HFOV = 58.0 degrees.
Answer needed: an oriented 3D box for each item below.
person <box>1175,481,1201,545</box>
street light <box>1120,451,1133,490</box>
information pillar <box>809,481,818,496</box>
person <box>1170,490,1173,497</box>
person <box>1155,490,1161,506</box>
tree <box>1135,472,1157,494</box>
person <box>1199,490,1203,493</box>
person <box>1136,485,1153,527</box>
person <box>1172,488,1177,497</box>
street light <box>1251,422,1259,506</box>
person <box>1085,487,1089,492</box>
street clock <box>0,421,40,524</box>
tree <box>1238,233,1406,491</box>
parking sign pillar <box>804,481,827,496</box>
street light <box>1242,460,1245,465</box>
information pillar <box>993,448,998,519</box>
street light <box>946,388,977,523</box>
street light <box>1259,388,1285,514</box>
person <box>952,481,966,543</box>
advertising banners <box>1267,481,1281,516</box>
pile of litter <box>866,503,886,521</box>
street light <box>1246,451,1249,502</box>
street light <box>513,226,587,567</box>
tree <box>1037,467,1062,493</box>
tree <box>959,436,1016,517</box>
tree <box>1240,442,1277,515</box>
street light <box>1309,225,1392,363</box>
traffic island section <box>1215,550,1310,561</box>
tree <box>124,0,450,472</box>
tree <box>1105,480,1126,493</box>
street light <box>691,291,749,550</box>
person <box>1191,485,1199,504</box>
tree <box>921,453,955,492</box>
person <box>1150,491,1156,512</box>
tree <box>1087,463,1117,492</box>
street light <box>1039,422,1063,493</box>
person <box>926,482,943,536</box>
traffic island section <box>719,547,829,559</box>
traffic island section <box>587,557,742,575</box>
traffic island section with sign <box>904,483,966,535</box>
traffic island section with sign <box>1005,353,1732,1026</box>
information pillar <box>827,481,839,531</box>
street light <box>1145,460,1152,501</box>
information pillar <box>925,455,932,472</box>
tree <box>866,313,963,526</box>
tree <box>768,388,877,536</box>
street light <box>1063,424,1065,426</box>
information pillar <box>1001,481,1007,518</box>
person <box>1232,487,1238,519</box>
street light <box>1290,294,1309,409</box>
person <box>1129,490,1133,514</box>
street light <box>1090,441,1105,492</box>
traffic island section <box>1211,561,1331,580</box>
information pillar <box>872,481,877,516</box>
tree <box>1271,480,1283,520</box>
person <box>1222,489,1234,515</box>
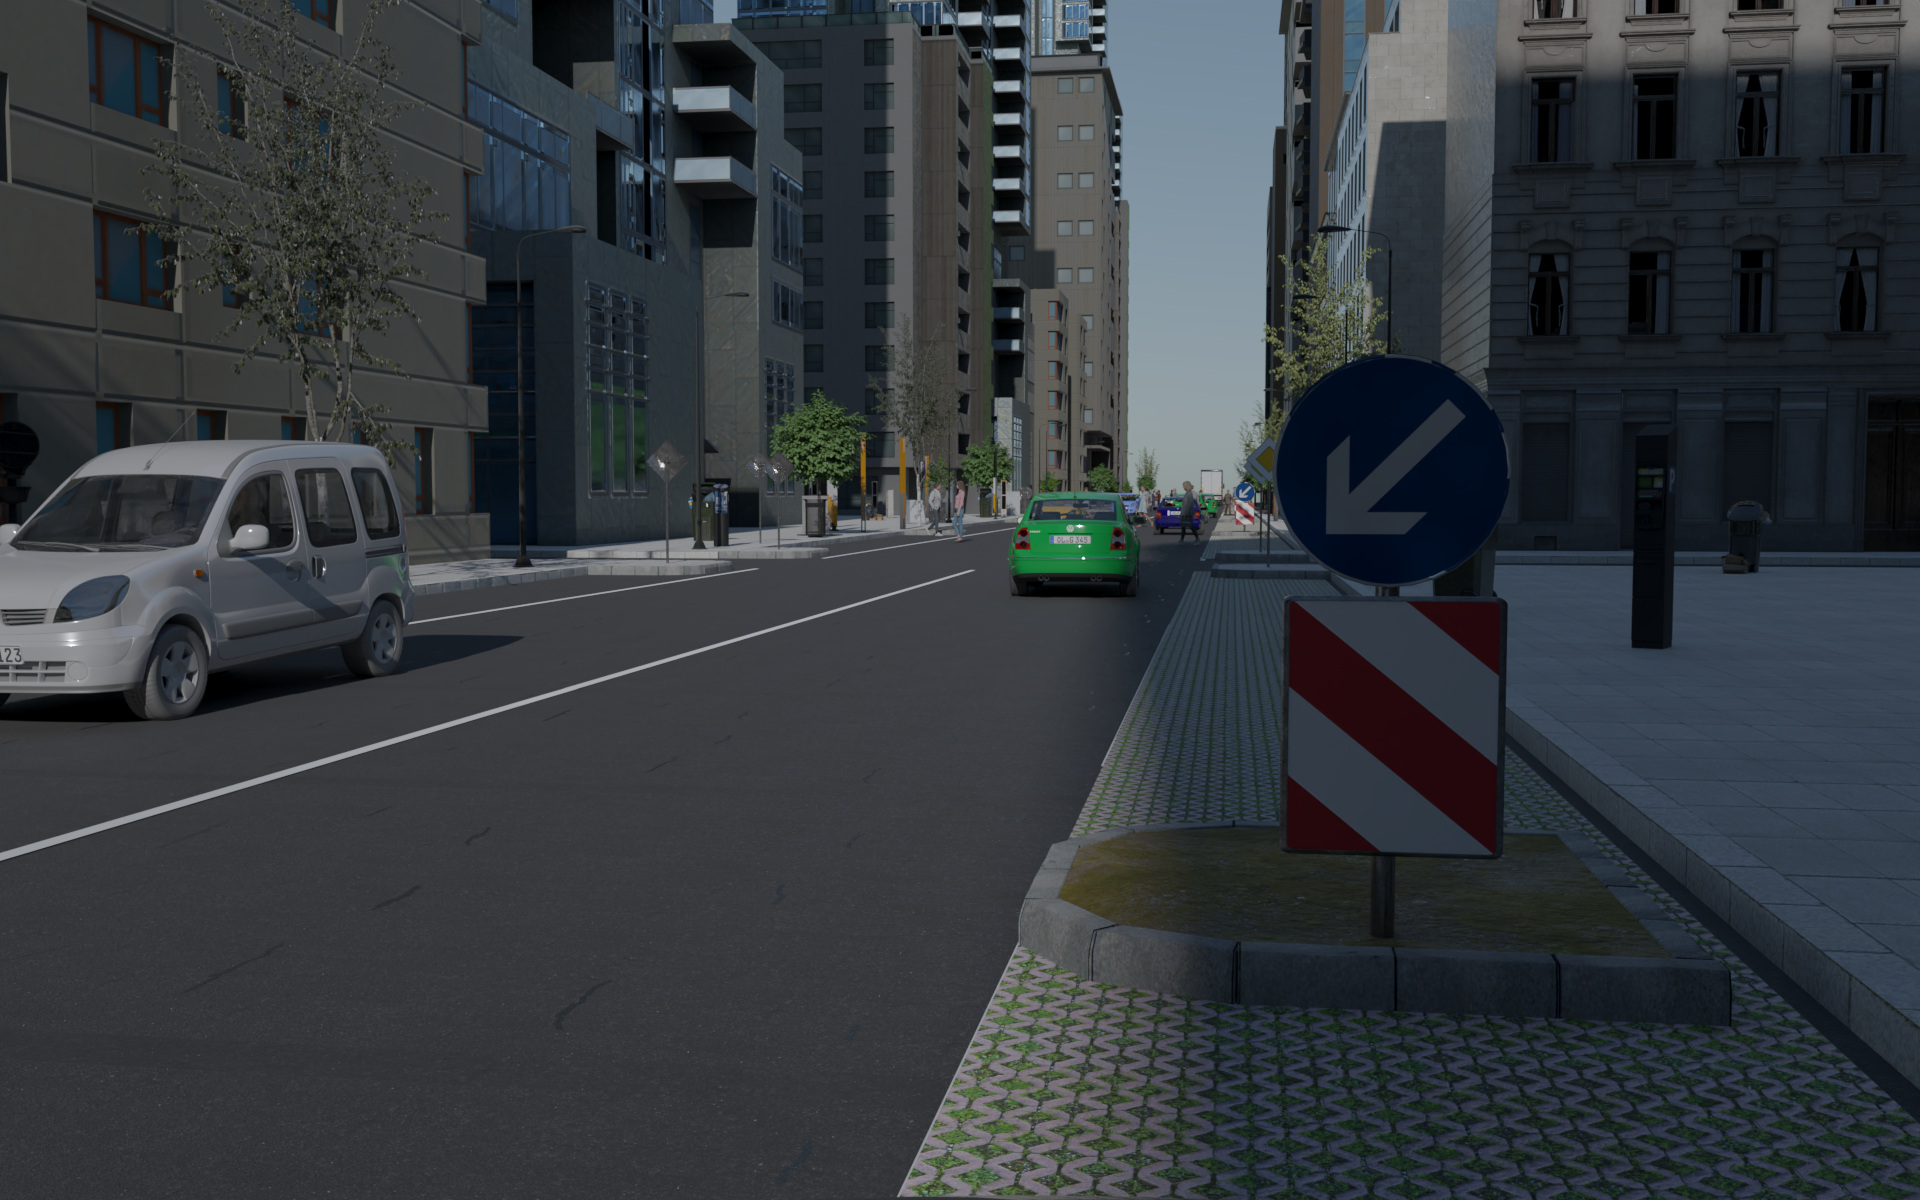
[{"bbox_3d":[6.390,-2.428,48.376,0.728,1.800,0.709,0,4,-4],"label":"person"},{"bbox_3d":[19.073,-13.772,197.720,1.470,5.913,1.316,1,4,9],"label":"street light"},{"bbox_3d":[-6.632,-4.519,78.379,0.304,2.012,0.304,-2,4,-27],"label":"information pillar"},{"bbox_3d":[18.653,-8.796,152.335,0.705,1.821,1.348,0,4,6],"label":"person"},{"bbox_3d":[19.023,-9.633,165.931,0.705,1.831,1.348,2,4,27],"label":"person"},{"bbox_3d":[27.097,-16.478,253.125,4.285,4.588,4.351,0,3,0],"label":"tree"},{"bbox_3d":[16.980,-6.851,121.297,0.721,1.735,1.217,1,4,22],"label":"person"},{"bbox_3d":[7.946,-4.046,74.746,0.778,1.811,0.616,-1,4,-15],"label":"person"},{"bbox_3d":[13.149,-5.973,106.560,0.834,1.777,0.661,1,4,22],"label":"person"},{"bbox_3d":[20.155,-8.712,114.975,1.470,5.913,1.316,1,4,9],"label":"street light"},{"bbox_3d":[7.182,-5.440,97.545,0.778,1.811,0.616,3,4,37],"label":"person"},{"bbox_3d":[-9.461,-0.779,17.304,0.358,2.002,0.471,3,5,42],"label":"street clock"},{"bbox_3d":[10.511,-5.997,48.408,4.737,8.622,4.395,0,3,0],"label":"tree"},{"bbox_3d":[-6.979,-5.733,82.203,1.447,3.967,1.447,0,4,-4],"label":"parking sign pillar"},{"bbox_3d":[33.192,-13.793,198.061,1.470,5.913,1.316,1,4,9],"label":"street light"},{"bbox_3d":[1.788,-5.889,87.636,0.183,3.616,0.504,1,4,13],"label":"information pillar"},{"bbox_3d":[0.053,-6.342,76.239,1.470,5.913,1.316,1,4,9],"label":"street light"},{"bbox_3d":[14.031,-6.342,76.230,1.470,5.913,1.316,1,4,9],"label":"street light"},{"bbox_3d":[-0.030,-2.612,51.217,0.388,1.821,0.555,-1,4,-16],"label":"person"},{"bbox_3d":[18.264,-6.388,100.626,0.090,3.025,2.074,-1,4,-13],"label":"advertising banners"},{"bbox_3d":[-4.167,-4.313,84.484,1.176,0.858,1.719,3,5,40],"label":"pile of litter"},{"bbox_3d":[25.888,-10.912,150.954,1.470,5.913,1.316,1,4,9],"label":"street light"},{"bbox_3d":[-7.148,-3.527,30.206,1.470,5.913,1.316,1,4,9],"label":"street light"},{"bbox_3d":[6.310,-7.951,124.593,1.663,3.219,1.824,0,3,0],"label":"tree"},{"bbox_3d":[1.594,-6.948,97.308,4.285,4.588,4.351,0,3,0],"label":"tree"},{"bbox_3d":[19.866,-7.643,108.673,4.285,4.588,4.351,0,3,0],"label":"tree"},{"bbox_3d":[6.866,-3.515,30.013,1.470,5.913,1.316,1,4,9],"label":"street light"},{"bbox_3d":[6.660,-0.977,38.254,2.009,0.180,2.903,1,4,9],"label":"traffic island section"},{"bbox_3d":[-8.849,-4.479,23.601,4.360,8.622,3.978,0,3,0],"label":"tree"},{"bbox_3d":[16.380,-11.676,185.503,1.663,3.219,1.824,0,3,0],"label":"tree"},{"bbox_3d":[-5.513,-4.121,39.915,1.470,5.913,1.316,1,4,9],"label":"street light"},{"bbox_3d":[9.609,-3.884,72.120,0.709,1.813,0.853,-2,4,-27],"label":"person"},{"bbox_3d":[-1.040,-5.309,81.396,1.663,3.219,1.824,0,3,0],"label":"tree"},{"bbox_3d":[15.688,-8.014,140.444,0.530,1.710,0.541,0,4,-5],"label":"person"},{"bbox_3d":[14.841,-12.124,181.943,4.285,4.588,4.351,0,3,0],"label":"tree"},{"bbox_3d":[5.690,-8.541,112.179,1.470,5.913,1.316,1,4,9],"label":"street light"},{"bbox_3d":[-0.895,-3.129,59.508,0.795,1.843,0.661,2,4,29],"label":"person"},{"bbox_3d":[-4.198,-1.081,39.954,2.009,0.180,2.903,1,4,9],"label":"traffic island section"},{"bbox_3d":[-5.435,-0.598,32.065,2.009,0.180,2.903,1,4,9],"label":"traffic island section"},{"bbox_3d":[-0.828,-3.229,61.416,1.989,1.847,2.006,1,4,9],"label":"traffic island section with sign"},{"bbox_3d":[1.237,0.178,5.710,1.989,1.847,2.006,1,4,9],"label":"traffic island section with sign"},{"bbox_3d":[-4.412,-4.199,60.005,0.183,3.616,0.504,-3,4,-37],"label":"information pillar"},{"bbox_3d":[24.774,-16.005,234.214,1.470,5.913,1.316,1,4,9],"label":"street light"},{"bbox_3d":[-1.809,-6.677,100.515,0.504,3.616,0.183,3,4,38],"label":"information pillar"},{"bbox_3d":[-1.670,-7.294,69.615,4.360,8.622,3.978,0,3,0],"label":"tree"},{"bbox_3d":[-4.271,-4.281,53.700,4.285,4.588,4.351,0,3,0],"label":"tree"},{"bbox_3d":[6.312,-8.747,115.556,1.470,5.913,1.316,1,4,9],"label":"street light"},{"bbox_3d":[2.383,-5.506,94.513,0.304,2.012,0.304,0,4,-2],"label":"information pillar"},{"bbox_3d":[16.006,-5.635,100.437,0.447,1.846,0.655,-1,4,-22],"label":"person"},{"bbox_3d":[8.407,-4.144,40.288,1.470,5.913,1.316,1,4,9],"label":"street light"},{"bbox_3d":[12.234,-6.949,122.831,0.721,1.735,1.217,1,4,10],"label":"person"},{"bbox_3d":[12.001,-10.993,152.269,1.470,5.913,1.316,1,4,9],"label":"street light"},{"bbox_3d":[5.424,-0.494,30.364,2.009,0.180,2.903,1,4,9],"label":"traffic island section"},{"bbox_3d":[-4.963,-5.877,100.584,0.304,2.012,0.304,-1,4,-9],"label":"information pillar"},{"bbox_3d":[16.598,-5.634,86.724,1.663,3.219,1.824,0,3,0],"label":"tree"},{"bbox_3d":[18.765,-6.853,121.092,0.434,1.755,0.990,-3,5,-40],"label":"person"}]
